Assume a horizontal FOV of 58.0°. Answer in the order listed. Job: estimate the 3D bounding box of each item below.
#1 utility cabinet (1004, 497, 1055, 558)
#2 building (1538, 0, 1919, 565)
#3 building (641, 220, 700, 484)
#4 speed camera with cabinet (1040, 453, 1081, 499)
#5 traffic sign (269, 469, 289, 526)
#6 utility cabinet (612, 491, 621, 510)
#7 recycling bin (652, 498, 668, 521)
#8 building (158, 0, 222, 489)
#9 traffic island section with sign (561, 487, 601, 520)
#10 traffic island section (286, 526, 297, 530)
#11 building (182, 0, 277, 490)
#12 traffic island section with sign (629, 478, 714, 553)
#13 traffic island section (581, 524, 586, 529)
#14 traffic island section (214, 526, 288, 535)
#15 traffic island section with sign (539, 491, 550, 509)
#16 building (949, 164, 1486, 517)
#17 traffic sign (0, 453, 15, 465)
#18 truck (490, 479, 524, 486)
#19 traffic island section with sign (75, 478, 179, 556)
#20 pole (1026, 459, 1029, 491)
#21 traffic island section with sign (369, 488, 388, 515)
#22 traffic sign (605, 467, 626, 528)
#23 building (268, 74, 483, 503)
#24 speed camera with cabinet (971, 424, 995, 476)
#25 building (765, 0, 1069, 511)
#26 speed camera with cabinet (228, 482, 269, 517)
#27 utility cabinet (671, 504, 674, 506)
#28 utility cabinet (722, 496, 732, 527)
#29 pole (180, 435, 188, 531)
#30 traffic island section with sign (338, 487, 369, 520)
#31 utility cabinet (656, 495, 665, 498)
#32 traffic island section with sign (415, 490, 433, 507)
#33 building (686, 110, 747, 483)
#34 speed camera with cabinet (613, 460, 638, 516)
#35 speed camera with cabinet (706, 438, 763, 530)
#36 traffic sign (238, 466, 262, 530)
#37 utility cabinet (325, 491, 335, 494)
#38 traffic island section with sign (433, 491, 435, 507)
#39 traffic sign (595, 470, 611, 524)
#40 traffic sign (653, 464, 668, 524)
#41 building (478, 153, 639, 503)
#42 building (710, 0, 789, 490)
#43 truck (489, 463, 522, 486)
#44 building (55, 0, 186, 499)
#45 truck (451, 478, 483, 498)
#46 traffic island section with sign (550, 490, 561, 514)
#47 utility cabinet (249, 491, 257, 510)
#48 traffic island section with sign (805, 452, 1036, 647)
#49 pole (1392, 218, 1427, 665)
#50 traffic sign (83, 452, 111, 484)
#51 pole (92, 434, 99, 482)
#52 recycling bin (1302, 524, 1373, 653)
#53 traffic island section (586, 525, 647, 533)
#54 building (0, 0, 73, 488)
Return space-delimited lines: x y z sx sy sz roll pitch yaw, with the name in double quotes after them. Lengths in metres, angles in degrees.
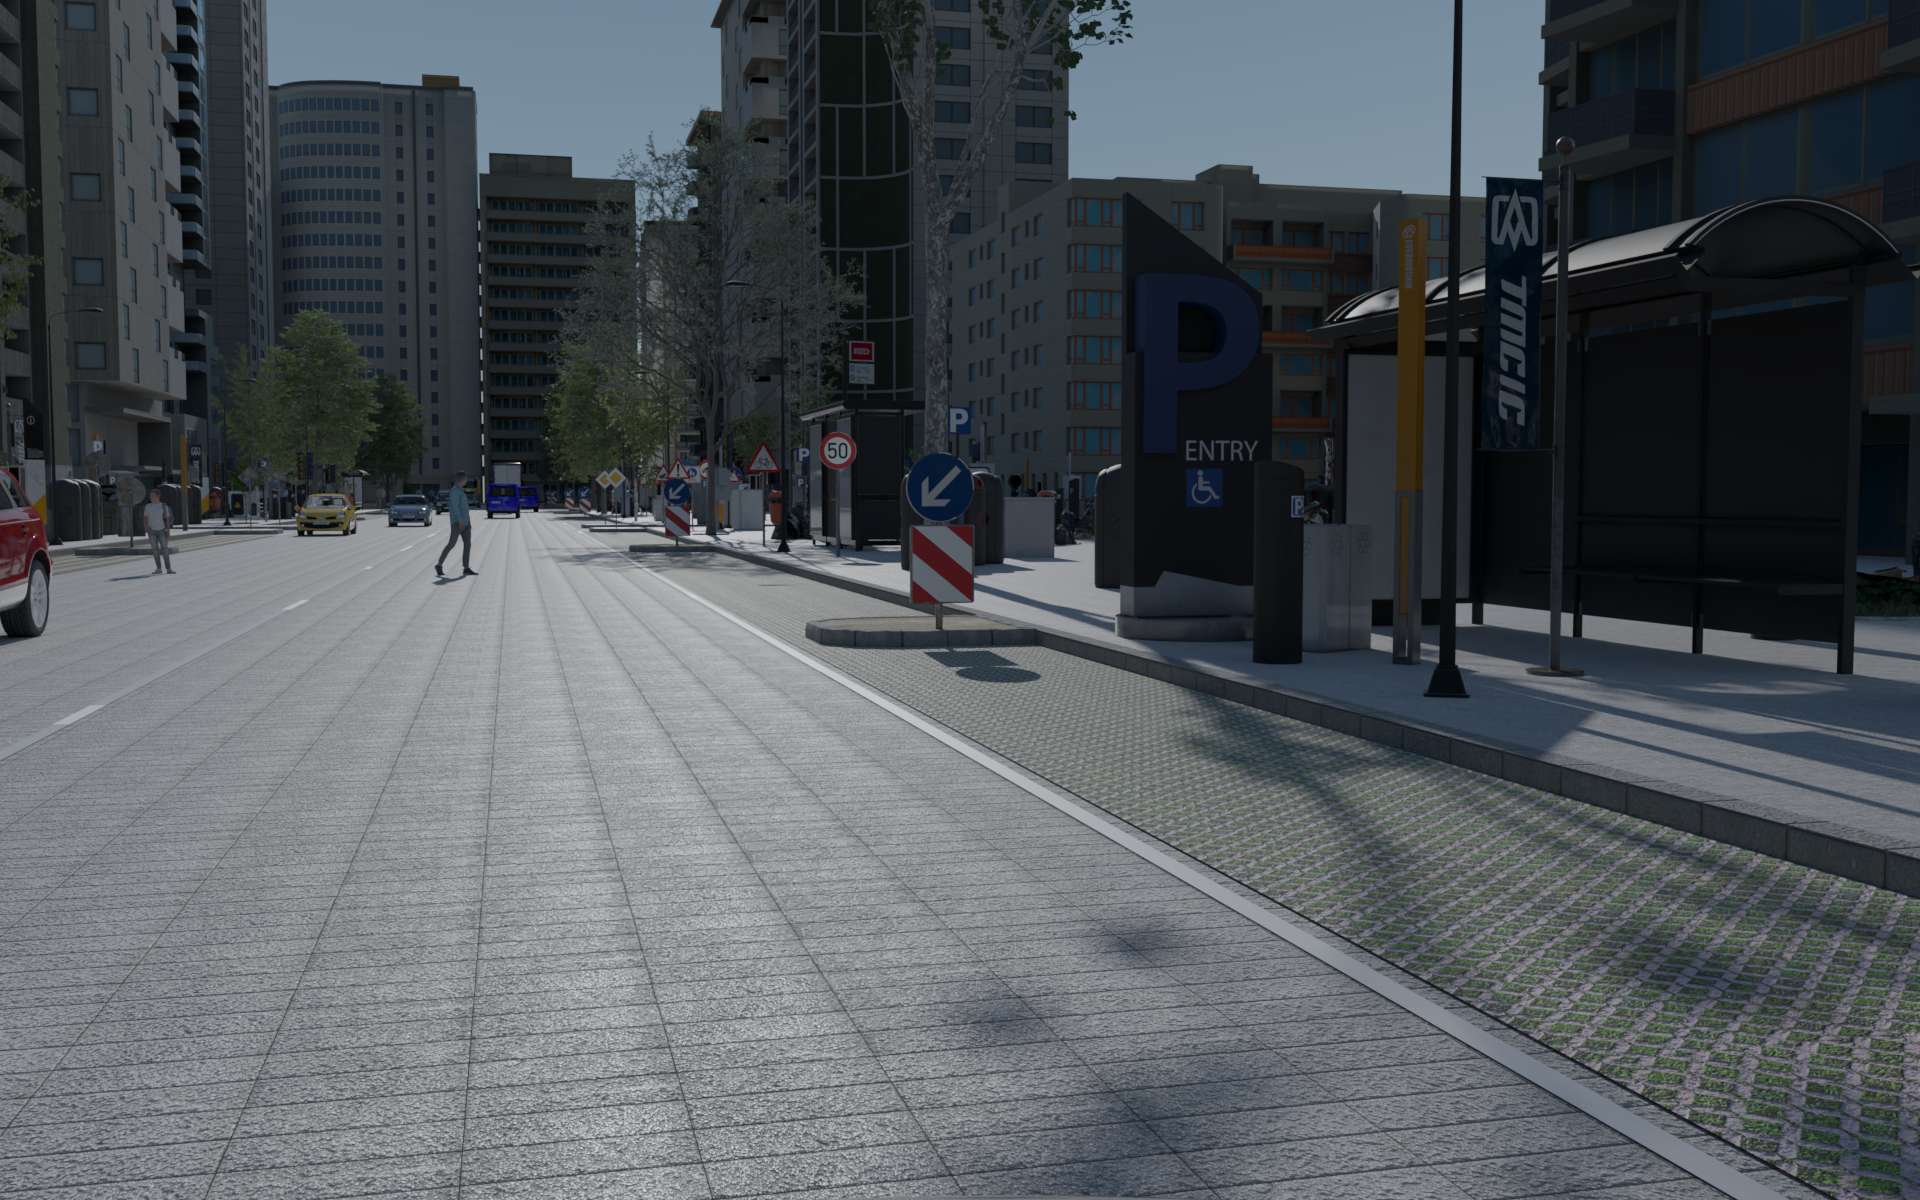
1.387 -1.459 35.019 1.020 1.237 0.306 0 4 -4 "utility cabinet"
25.449 -23.351 36.412 22.147 44.769 28.867 -1 4 -14 "building"
-38.928 -34.775 252.168 14.086 41.232 14.154 -1 4 -14 "building"
4.778 -5.383 82.340 2.038 3.252 0.660 -2 4 -35 "speed camera with cabinet"
-27.472 -4.053 69.903 0.795 2.450 0.064 -1 4 -14 "traffic sign"
-23.592 -6.836 120.449 1.173 1.500 0.318 -3 4 -36 "utility cabinet"
-14.192 -4.281 82.545 0.722 1.027 0.722 -1 4 -18 "recycling bin"
-76.882 -51.147 148.920 22.319 86.520 31.000 -1 4 -14 "building"
-21.287 -5.445 97.647 1.989 1.847 2.006 -1 4 -14 "traffic island section with sign"
-27.493 -2.916 69.959 2.009 0.180 2.903 -1 4 -14 "traffic island section"
-85.732 -45.679 185.095 20.611 71.187 20.563 -1 4 -14 "building"
-7.226 -2.112 43.165 1.989 1.847 2.006 -1 4 -14 "traffic island section with sign"
-14.960 -3.113 73.179 2.009 0.180 2.903 -1 4 -14 "traffic island section"
-25.496 -2.443 62.227 2.009 0.180 2.903 -1 4 -14 "traffic island section"
-40.419 -9.975 171.711 1.989 1.847 2.006 -1 4 -14 "traffic island section with sign"
16.674 -16.316 111.807 28.899 21.520 27.650 -1 4 -14 "building"
-29.378 -3.260 53.412 0.768 2.556 0.104 -1 4 -8 "traffic sign"
-47.005 -11.218 179.335 3.469 3.379 9.791 -1 4 -13 "truck"
-19.715 -1.986 41.107 1.989 1.847 2.006 -1 4 -14 "traffic island section with sign"
3.873 -6.480 99.790 0.158 3.312 0.155 0 3 0 "pole"
-40.217 -6.841 120.474 1.989 1.847 2.006 -1 4 -14 "traffic island section with sign"
-12.984 -3.775 65.364 0.795 2.450 0.064 -1 4 -14 "traffic sign"
-82.324 -42.956 244.333 28.212 58.520 21.231 -1 4 -14 "building"
-0.048 -3.349 49.098 2.038 3.252 0.660 0 4 -2 "speed camera with cabinet"
-4.234 -42.774 137.613 20.563 71.187 20.611 -1 4 -14 "building"
-39.322 -6.201 95.721 2.038 3.252 0.660 -1 4 -18 "speed camera with cabinet"
-15.081 -5.049 91.226 0.318 1.500 1.173 0 4 -5 "utility cabinet"
-9.772 -3.908 75.065 1.020 1.237 0.306 0 4 -7 "utility cabinet"
-27.015 -4.065 60.308 0.158 3.312 0.155 0 3 0 "pole"
-33.410 -5.228 94.112 1.989 1.847 2.006 -1 4 -14 "traffic island section with sign"
-17.730 -5.670 103.862 1.020 1.237 0.306 -1 4 -15 "utility cabinet"
-52.808 -9.822 169.218 1.989 1.847 2.006 -1 4 -14 "traffic island section with sign"
-19.533 -33.246 198.200 22.147 44.769 28.867 -1 4 -14 "building"
-19.324 -6.467 100.064 0.660 3.252 2.038 1 4 16 "speed camera with cabinet"
-8.055 -4.133 61.907 2.038 3.252 0.660 -3 5 -40 "speed camera with cabinet"
-25.475 -3.580 62.171 0.795 2.450 0.064 -1 4 -14 "traffic sign"
-51.107 -8.036 140.067 1.173 1.500 0.318 -3 5 -43 "utility cabinet"
-59.615 -11.436 195.606 1.989 1.847 2.006 -1 4 -14 "traffic island section with sign"
-14.981 -4.248 73.096 0.795 2.450 0.064 -1 4 -14 "traffic sign"
-12.780 -4.565 74.647 0.884 2.594 0.081 -1 4 -13 "traffic sign"
-58.103 -38.333 250.444 21.600 48.544 21.300 -1 4 -14 "building"
-8.603 -35.626 171.721 28.713 52.752 27.495 -1 4 -14 "building"
-42.470 -10.588 162.030 2.839 4.237 11.283 -1 4 -16 "truck"
-70.879 -32.514 120.848 28.713 52.752 27.495 -1 4 -14 "building"
-57.967 -12.737 204.166 3.469 3.379 9.791 -1 4 -14 "truck"
-28.161 -7.073 124.278 1.989 1.847 2.006 -1 4 -14 "traffic island section with sign"
-47.722 -6.591 116.439 1.173 1.500 0.318 1 4 21 "utility cabinet"
-0.475 -0.516 17.066 1.989 1.847 2.006 -1 4 -14 "traffic island section with sign"
3.371 -1.170 12.976 0.158 3.312 0.155 0 3 0 "pole"
-25.946 -3.180 52.105 0.768 2.556 0.104 -1 4 -12 "traffic sign"
-29.485 -3.996 59.180 0.158 3.312 0.155 0 3 0 "pole"
2.934 -0.113 14.399 0.722 1.027 0.722 -3 5 -43 "recycling bin"
-12.963 -2.640 65.446 2.009 0.180 2.903 -1 4 -14 "traffic island section"
-55.645 -19.439 89.523 14.160 30.474 14.107 -1 4 -14 "building"
